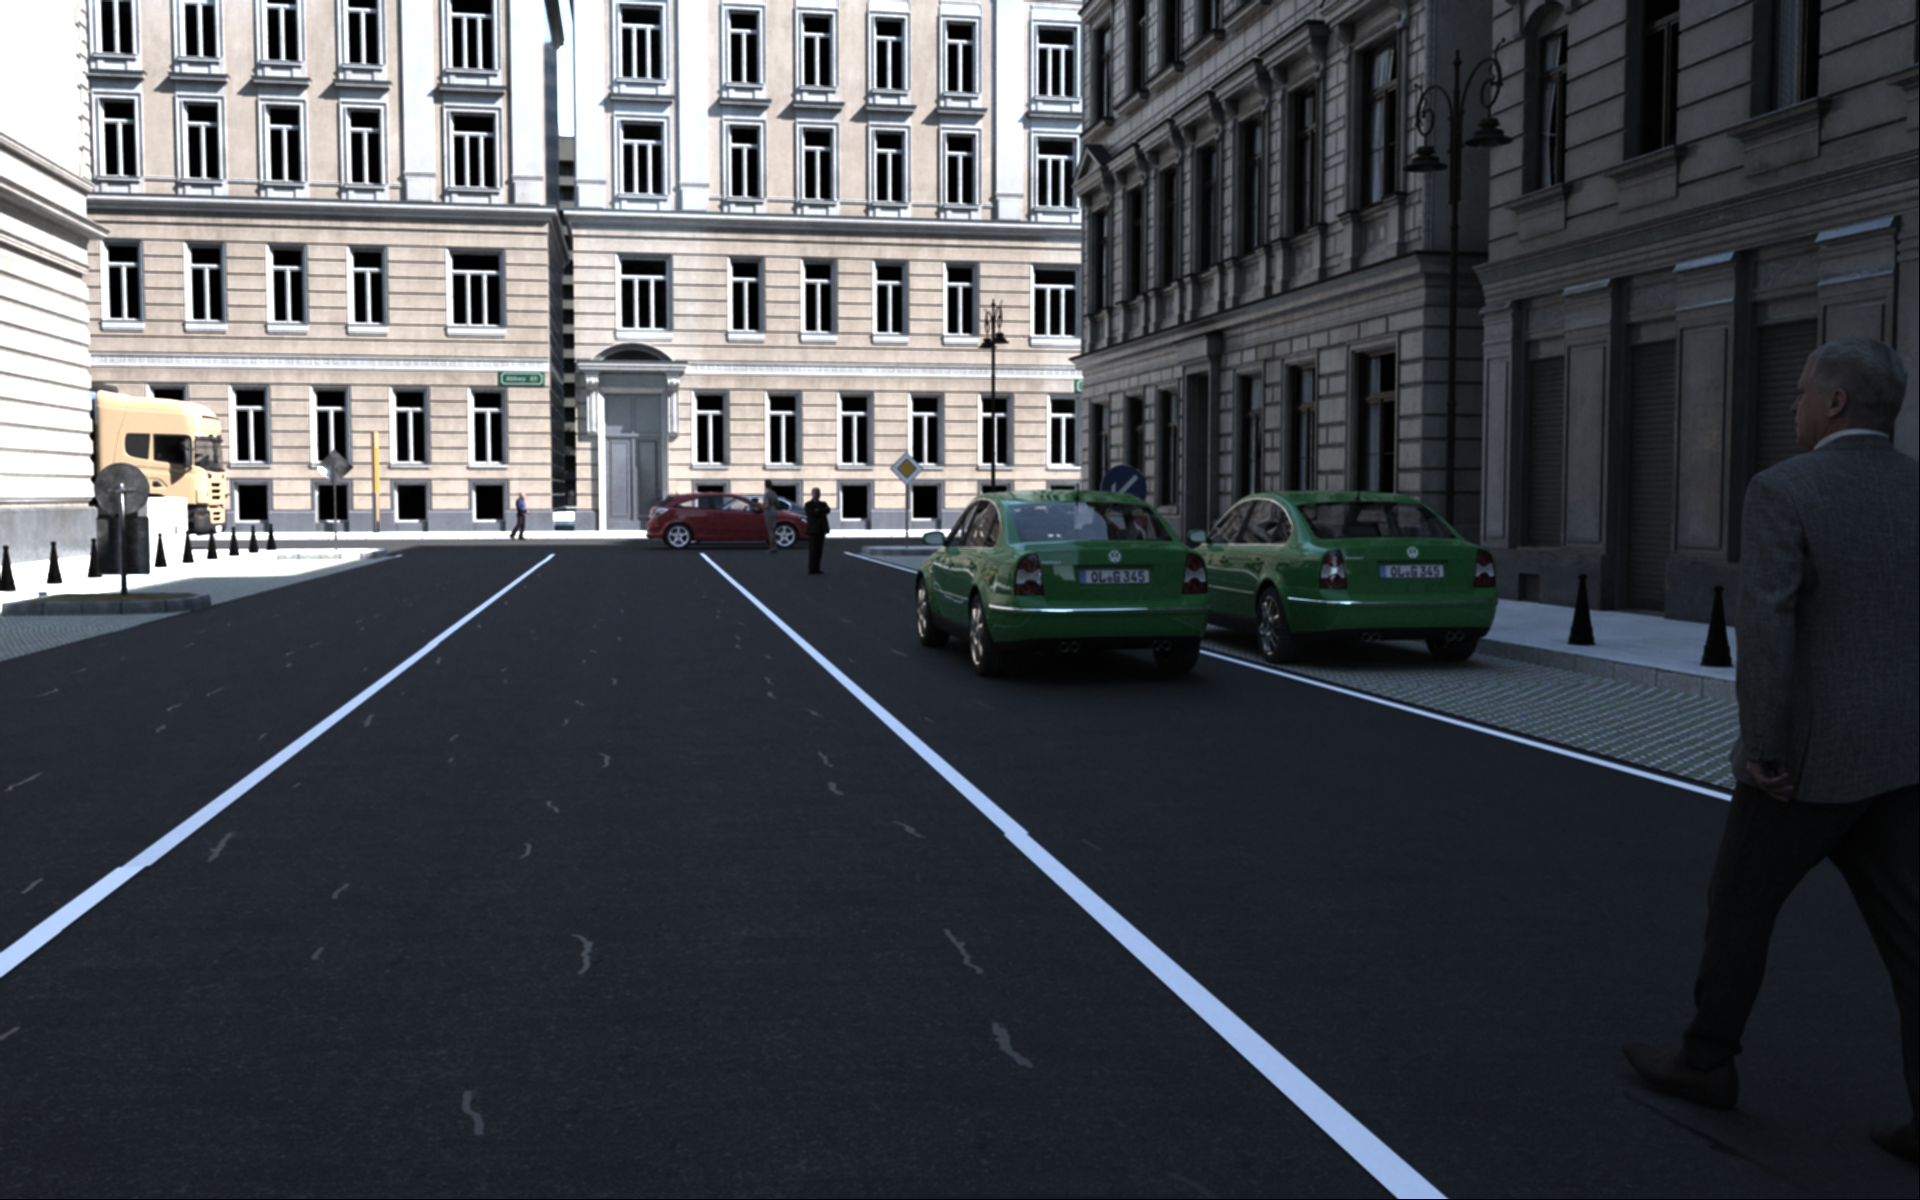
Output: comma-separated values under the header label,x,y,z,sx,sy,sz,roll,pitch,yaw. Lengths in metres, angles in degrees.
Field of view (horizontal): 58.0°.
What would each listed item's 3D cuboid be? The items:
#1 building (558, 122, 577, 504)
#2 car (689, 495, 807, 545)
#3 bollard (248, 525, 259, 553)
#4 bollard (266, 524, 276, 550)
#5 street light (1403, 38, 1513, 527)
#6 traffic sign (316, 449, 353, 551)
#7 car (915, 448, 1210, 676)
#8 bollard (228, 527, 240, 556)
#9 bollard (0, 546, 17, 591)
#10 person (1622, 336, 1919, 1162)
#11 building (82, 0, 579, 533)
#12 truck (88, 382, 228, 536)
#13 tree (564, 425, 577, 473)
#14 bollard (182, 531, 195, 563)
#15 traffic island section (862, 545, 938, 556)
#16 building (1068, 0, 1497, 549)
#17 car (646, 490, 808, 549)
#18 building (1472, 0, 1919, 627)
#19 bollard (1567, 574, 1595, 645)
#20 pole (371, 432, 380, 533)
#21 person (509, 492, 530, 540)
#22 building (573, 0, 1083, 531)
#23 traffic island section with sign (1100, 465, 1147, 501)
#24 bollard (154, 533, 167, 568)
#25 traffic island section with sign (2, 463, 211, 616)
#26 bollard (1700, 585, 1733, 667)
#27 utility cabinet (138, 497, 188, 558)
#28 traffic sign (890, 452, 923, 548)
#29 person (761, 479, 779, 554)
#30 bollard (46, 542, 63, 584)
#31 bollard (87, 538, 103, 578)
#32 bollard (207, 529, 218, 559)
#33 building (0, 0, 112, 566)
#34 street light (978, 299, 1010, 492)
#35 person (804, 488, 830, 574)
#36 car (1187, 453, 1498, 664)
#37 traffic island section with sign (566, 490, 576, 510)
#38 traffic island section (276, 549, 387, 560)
label,x,y,z,sx,sy,sz,roll,pitch,yaw
building,-53.232,-36.643,222.821,21.600,48.544,21.300,-1,4,-11
car,-6.199,-2.304,49.676,4.499,1.417,2.014,-1,4,-10
bollard,-15.401,-1.327,37.744,0.229,0.601,0.229,0,3,0
bollard,-15.750,-1.440,39.592,0.229,0.601,0.229,0,3,0
street light,5.172,-2.776,18.182,0.468,5.910,1.993,-1,4,-11
traffic sign,-14.047,-2.159,38.941,0.795,2.450,0.064,-1,4,-11
car,0.742,-0.386,15.115,1.959,1.807,4.718,-1,4,-11
bollard,-15.051,-1.214,35.896,0.229,0.601,0.229,0,3,0
bollard,-12.612,-0.420,22.908,0.229,0.601,0.229,0,3,0
person,1.921,0.306,3.900,0.661,1.777,0.834,-1,4,-23
building,-24.539,-16.913,62.430,20.117,28.700,13.634,-1,4,-11
truck,-23.993,-3.354,43.745,11.283,4.237,2.839,-1,4,-9
tree,-40.067,-14.157,165.880,8.767,10.594,7.601,-2,4,-26
bollard,-14.355,-0.988,32.193,0.229,0.601,0.229,0,3,0
traffic island section,-1.250,-1.169,41.394,2.009,0.180,2.903,-1,4,-11
building,8.994,-10.248,32.175,10.561,19.102,19.286,-1,4,-11
car,-6.046,-2.253,45.877,4.494,1.783,2.155,-1,4,-12
building,12.734,-10.042,13.341,9.793,20.994,18.267,-1,4,-11
bollard,5.309,0.077,14.782,0.229,0.601,0.229,0,3,0
pole,-19.218,-3.859,56.943,0.158,3.312,0.155,0,3,0
person,-13.742,-2.638,54.323,0.600,1.496,0.574,1,4,23
building,-4.824,-17.158,66.439,20.117,28.700,13.634,-1,4,-11
traffic island section with sign,1.976,-0.951,24.179,1.989,1.847,2.006,-1,4,-11
bollard,-14.003,-0.874,30.327,0.229,0.601,0.229,0,3,0
traffic island section with sign,-10.425,-0.778,21.355,1.989,1.847,2.006,-1,4,-11
bollard,5.657,0.190,12.931,0.229,0.601,0.229,0,3,0
utility cabinet,-16.072,-1.455,34.950,0.306,1.237,1.020,1,4,22
traffic sign,-1.272,-2.304,41.312,0.795,2.450,0.064,-1,4,-11
person,-4.579,-2.009,41.685,0.374,1.781,0.599,2,4,29
bollard,-12.964,-0.535,24.781,0.229,0.601,0.229,0,3,0
bollard,-13.311,-0.648,26.630,0.229,0.601,0.229,0,3,0
bollard,-14.705,-1.101,34.041,0.229,0.601,0.229,0,3,0
building,-26.390,-12.270,29.488,19.941,23.489,11.050,-1,4,-11
street light,0.790,-4.184,41.193,0.468,5.910,1.993,-1,4,-11
person,-2.555,-1.251,31.230,0.482,1.546,0.388,-2,4,-26
car,3.234,-0.441,16.010,1.959,1.807,4.718,-1,4,-10
traffic island section with sign,-40.074,-10.424,179.052,1.989,1.847,2.006,-1,4,-11
traffic island section,-14.069,-1.022,38.998,2.009,0.180,2.903,-1,4,-11
